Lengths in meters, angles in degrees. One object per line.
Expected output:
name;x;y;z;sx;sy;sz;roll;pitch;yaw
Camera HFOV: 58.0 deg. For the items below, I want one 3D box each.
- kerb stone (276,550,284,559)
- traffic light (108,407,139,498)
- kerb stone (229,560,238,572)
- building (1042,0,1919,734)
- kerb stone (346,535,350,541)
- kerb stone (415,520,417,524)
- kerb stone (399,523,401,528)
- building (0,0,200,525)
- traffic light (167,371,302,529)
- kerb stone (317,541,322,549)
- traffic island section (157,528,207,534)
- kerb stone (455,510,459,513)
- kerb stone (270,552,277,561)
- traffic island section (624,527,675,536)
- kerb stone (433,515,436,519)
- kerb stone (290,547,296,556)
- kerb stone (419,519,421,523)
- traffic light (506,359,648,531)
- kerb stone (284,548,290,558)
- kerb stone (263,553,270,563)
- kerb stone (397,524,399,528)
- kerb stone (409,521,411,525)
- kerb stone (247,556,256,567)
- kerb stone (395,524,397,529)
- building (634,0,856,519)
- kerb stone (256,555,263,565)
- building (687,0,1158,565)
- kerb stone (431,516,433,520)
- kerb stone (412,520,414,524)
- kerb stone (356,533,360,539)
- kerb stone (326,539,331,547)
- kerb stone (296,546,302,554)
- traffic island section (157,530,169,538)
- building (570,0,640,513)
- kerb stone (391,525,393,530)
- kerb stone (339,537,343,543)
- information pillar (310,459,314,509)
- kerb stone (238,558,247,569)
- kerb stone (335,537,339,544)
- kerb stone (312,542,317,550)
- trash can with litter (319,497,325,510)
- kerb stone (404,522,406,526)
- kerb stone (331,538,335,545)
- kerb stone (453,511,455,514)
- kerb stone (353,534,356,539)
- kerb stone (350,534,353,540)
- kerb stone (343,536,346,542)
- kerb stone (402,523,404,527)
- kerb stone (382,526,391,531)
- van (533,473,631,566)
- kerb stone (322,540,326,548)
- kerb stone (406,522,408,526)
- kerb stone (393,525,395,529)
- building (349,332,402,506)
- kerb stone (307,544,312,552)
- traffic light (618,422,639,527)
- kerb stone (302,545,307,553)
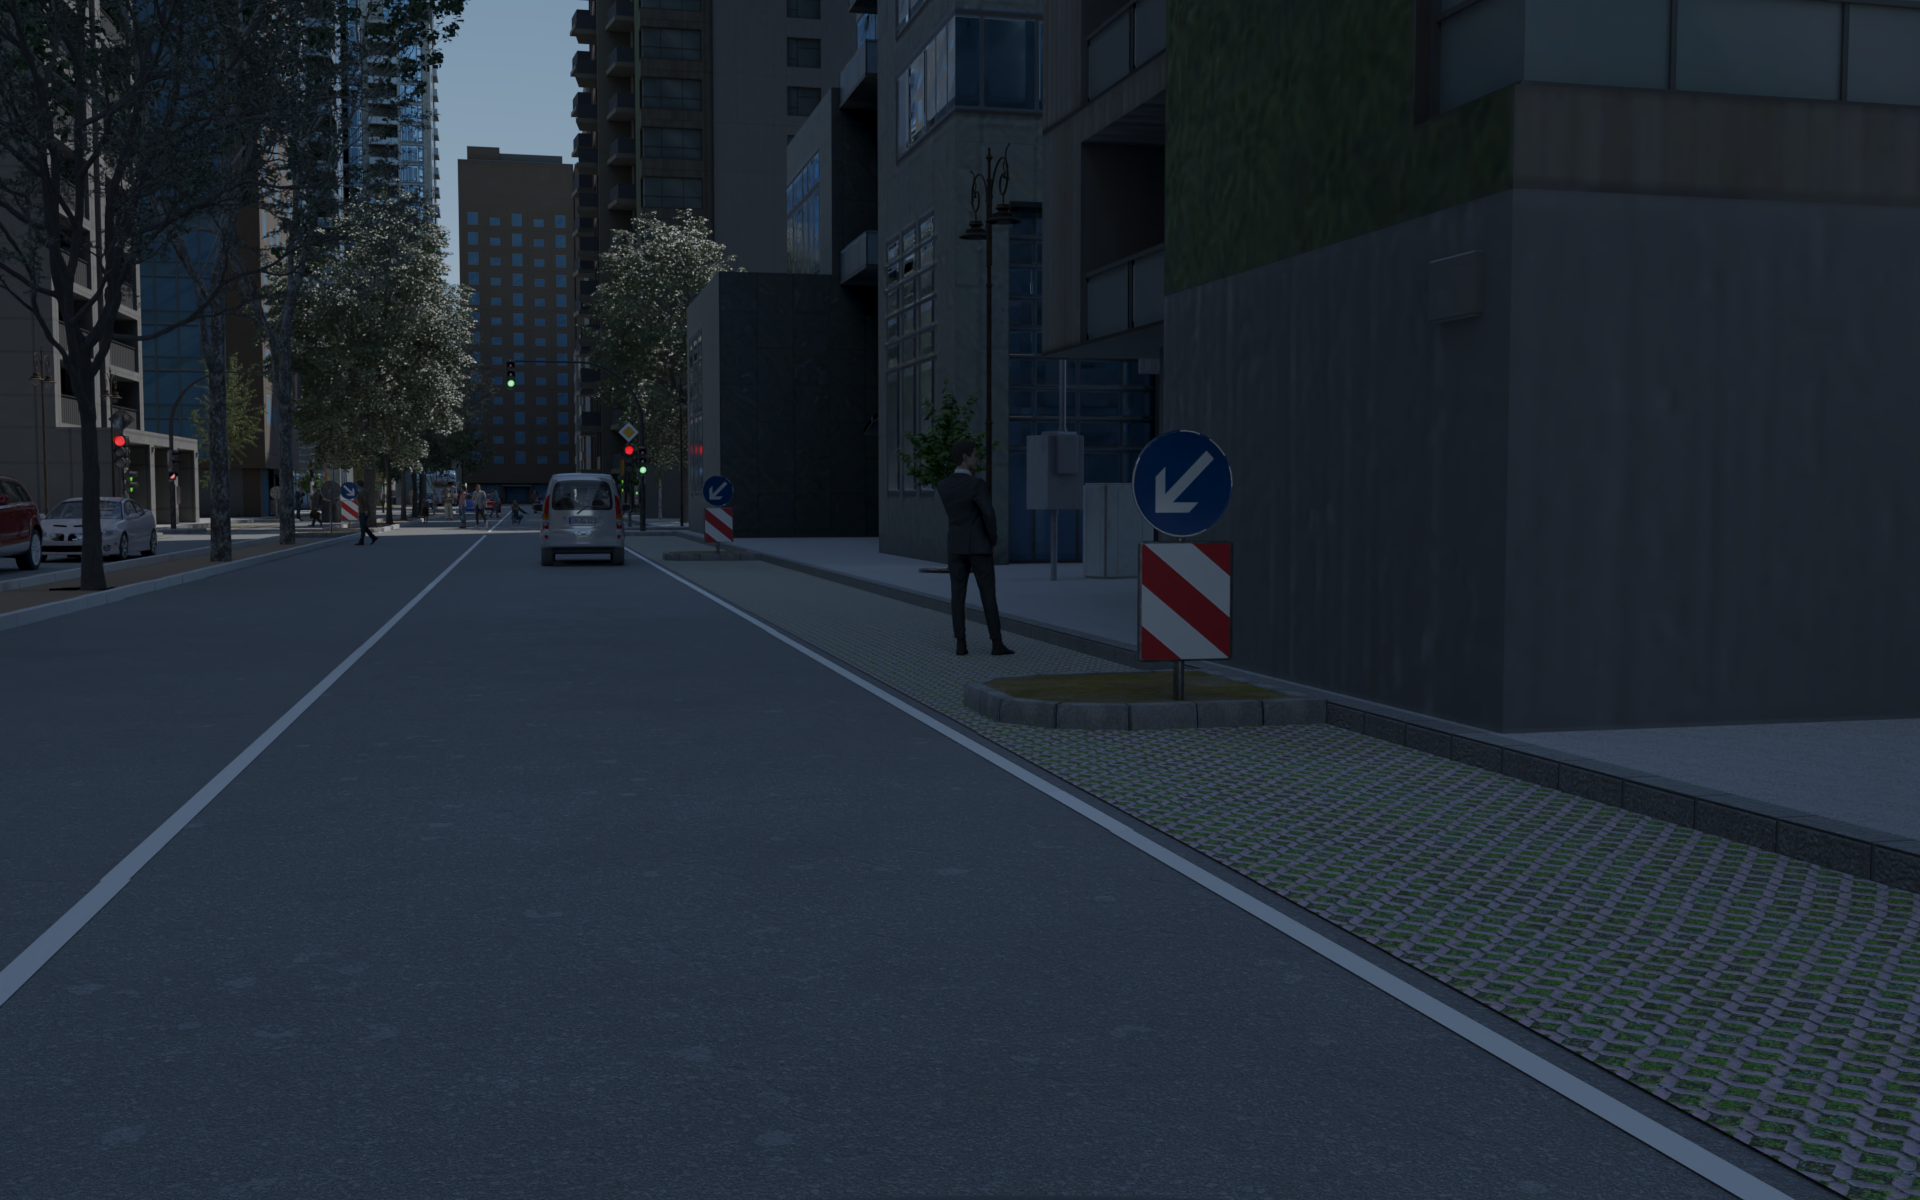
kerb stone;-15.063;-0.973;38.102;0.120;0.150;1.000;-1;4;-14
traffic light;-26.970;-4.092;55.820;0.839;4.253;0.868;-1;4;-14
kerb stone;-13.574;-0.604;32.110;0.120;0.150;1.000;-1;4;-14
building;8.062;-20.350;16.321;14.154;41.232;14.086;-1;4;-14
kerb stone;-18.522;-1.820;52.018;0.120;0.150;1.000;-1;4;-14
kerb stone;-26.072;-3.682;82.401;0.120;0.150;1.000;-1;4;-14
kerb stone;-23.586;-3.070;72.415;0.120;0.150;1.000;-1;4;-14
building;-43.113;-38.584;69.109;20.563;71.187;20.611;-1;4;-14
traffic light;-26.886;-5.470;64.105;4.771;5.953;1.251;-1;4;-14
kerb stone;-16.796;-1.395;45.049;0.120;0.150;1.000;-1;4;-14
traffic island section;-28.937;-2.533;63.695;2.009;0.180;2.903;-1;4;-14
kerb stone;-38.684;-6.782;133.188;0.120;0.150;1.000;-1;4;-14
kerb stone;-14.816;-0.903;37.102;0.120;0.150;1.000;-1;4;-14
traffic island section;-10.955;-2.302;59.914;2.009;0.180;2.903;-1;4;-14
kerb stone;-30.283;-4.718;99.342;0.120;0.150;1.000;-1;4;-14
kerb stone;-15.554;-1.088;40.086;0.120;0.150;1.000;-1;4;-14
kerb stone;-26.817;-3.865;85.388;0.120;0.150;1.000;-1;4;-14
traffic light;-13.006;-5.167;59.149;4.771;5.953;1.251;-1;4;-14
kerb stone;-15.308;-1.034;39.094;0.120;0.150;1.000;-1;4;-14
kerb stone;-14.574;-0.844;36.108;0.120;0.150;1.000;-1;4;-14
kerb stone;-23.346;-3.011;71.421;0.120;0.150;1.000;-1;4;-14
kerb stone;-25.080;-3.438;78.407;0.120;0.150;1.000;-1;4;-14
kerb stone;-14.065;-0.728;34.105;0.120;0.150;1.000;-1;4;-14
kerb stone;-23.088;-2.950;70.432;0.120;0.150;1.000;-1;4;-14
building;-11.191;-19.925;97.481;14.160;30.474;14.107;-1;4;-14
kerb stone;-14.323;-0.790;35.110;0.120;0.150;1.000;-1;4;-14
building;5.074;-44.828;45.608;22.319;86.520;31.000;-1;4;-14
kerb stone;-29.533;-4.536;96.352;0.120;0.150;1.000;-1;4;-14
kerb stone;-25.574;-3.560;80.394;0.120;0.150;1.000;-1;4;-14
kerb stone;-19.263;-2.006;55.012;0.120;0.150;1.000;-1;4;-14
kerb stone;-17.282;-1.518;47.042;0.120;0.150;1.000;-1;4;-14
kerb stone;-15.804;-1.155;41.079;0.120;0.150;1.000;-1;4;-14
traffic island section;-27.011;-2.059;55.944;2.009;0.180;2.903;-1;4;-14
building;-17.304;-28.984;128.514;22.147;44.769;28.867;-1;4;-14
kerb stone;-22.602;-2.829;68.443;0.120;0.150;1.000;-1;4;-14
kerb stone;-18.029;-1.703;50.034;0.120;0.150;1.000;-1;4;-14
information pillar;-43.625;-7.660;116.602;0.183;3.616;0.504;0;4;-2
kerb stone;-13.824;-0.667;33.101;0.120;0.150;1.000;-1;4;-14
kerb stone;-17.775;-1.642;49.038;0.120;0.150;1.000;-1;4;-14
kerb stone;-16.546;-1.337;44.058;0.120;0.150;1.000;-1;4;-14
trash can with litter;-49.673;-7.529;134.490;1.055;1.170;0.624;-2;4;-26
kerb stone;-24.335;-3.252;75.413;0.120;0.150;1.000;-1;4;-14
kerb stone;-17.537;-1.579;48.044;0.120;0.150;1.000;-1;4;-14
kerb stone;-36.463;-6.239;124.239;0.120;0.150;1.000;-1;4;-14
kerb stone;-19.021;-1.946;54.012;0.120;0.150;1.000;-1;4;-14
kerb stone;-18.768;-1.885;53.016;0.120;0.150;1.000;-1;4;-14
kerb stone;-18.267;-1.763;51.028;0.120;0.150;1.000;-1;4;-14
kerb stone;-24.087;-3.191;74.414;0.120;0.150;1.000;-1;4;-14
kerb stone;-22.360;-2.765;67.450;0.120;0.150;1.000;-1;4;-14
van;-7.846;-1.772;35.989;2.013;2.044;4.112;-1;4;-12
kerb stone;-17.042;-1.458;46.041;0.120;0.150;1.000;-1;4;-14
kerb stone;-24.582;-3.316;76.412;0.120;0.150;1.000;-1;4;-14
kerb stone;-22.850;-2.887;69.435;0.120;0.150;1.000;-1;4;-14
building;-78.347;-21.271;192.826;28.899;21.520;27.650;-1;4;-14
kerb stone;-16.294;-1.272;43.067;0.120;0.150;1.000;-1;4;-14
traffic light;-12.922;-4.809;67.540;0.839;4.253;0.868;-1;4;-14
kerb stone;-16.047;-1.216;42.072;0.120;0.150;1.000;-1;4;-14
